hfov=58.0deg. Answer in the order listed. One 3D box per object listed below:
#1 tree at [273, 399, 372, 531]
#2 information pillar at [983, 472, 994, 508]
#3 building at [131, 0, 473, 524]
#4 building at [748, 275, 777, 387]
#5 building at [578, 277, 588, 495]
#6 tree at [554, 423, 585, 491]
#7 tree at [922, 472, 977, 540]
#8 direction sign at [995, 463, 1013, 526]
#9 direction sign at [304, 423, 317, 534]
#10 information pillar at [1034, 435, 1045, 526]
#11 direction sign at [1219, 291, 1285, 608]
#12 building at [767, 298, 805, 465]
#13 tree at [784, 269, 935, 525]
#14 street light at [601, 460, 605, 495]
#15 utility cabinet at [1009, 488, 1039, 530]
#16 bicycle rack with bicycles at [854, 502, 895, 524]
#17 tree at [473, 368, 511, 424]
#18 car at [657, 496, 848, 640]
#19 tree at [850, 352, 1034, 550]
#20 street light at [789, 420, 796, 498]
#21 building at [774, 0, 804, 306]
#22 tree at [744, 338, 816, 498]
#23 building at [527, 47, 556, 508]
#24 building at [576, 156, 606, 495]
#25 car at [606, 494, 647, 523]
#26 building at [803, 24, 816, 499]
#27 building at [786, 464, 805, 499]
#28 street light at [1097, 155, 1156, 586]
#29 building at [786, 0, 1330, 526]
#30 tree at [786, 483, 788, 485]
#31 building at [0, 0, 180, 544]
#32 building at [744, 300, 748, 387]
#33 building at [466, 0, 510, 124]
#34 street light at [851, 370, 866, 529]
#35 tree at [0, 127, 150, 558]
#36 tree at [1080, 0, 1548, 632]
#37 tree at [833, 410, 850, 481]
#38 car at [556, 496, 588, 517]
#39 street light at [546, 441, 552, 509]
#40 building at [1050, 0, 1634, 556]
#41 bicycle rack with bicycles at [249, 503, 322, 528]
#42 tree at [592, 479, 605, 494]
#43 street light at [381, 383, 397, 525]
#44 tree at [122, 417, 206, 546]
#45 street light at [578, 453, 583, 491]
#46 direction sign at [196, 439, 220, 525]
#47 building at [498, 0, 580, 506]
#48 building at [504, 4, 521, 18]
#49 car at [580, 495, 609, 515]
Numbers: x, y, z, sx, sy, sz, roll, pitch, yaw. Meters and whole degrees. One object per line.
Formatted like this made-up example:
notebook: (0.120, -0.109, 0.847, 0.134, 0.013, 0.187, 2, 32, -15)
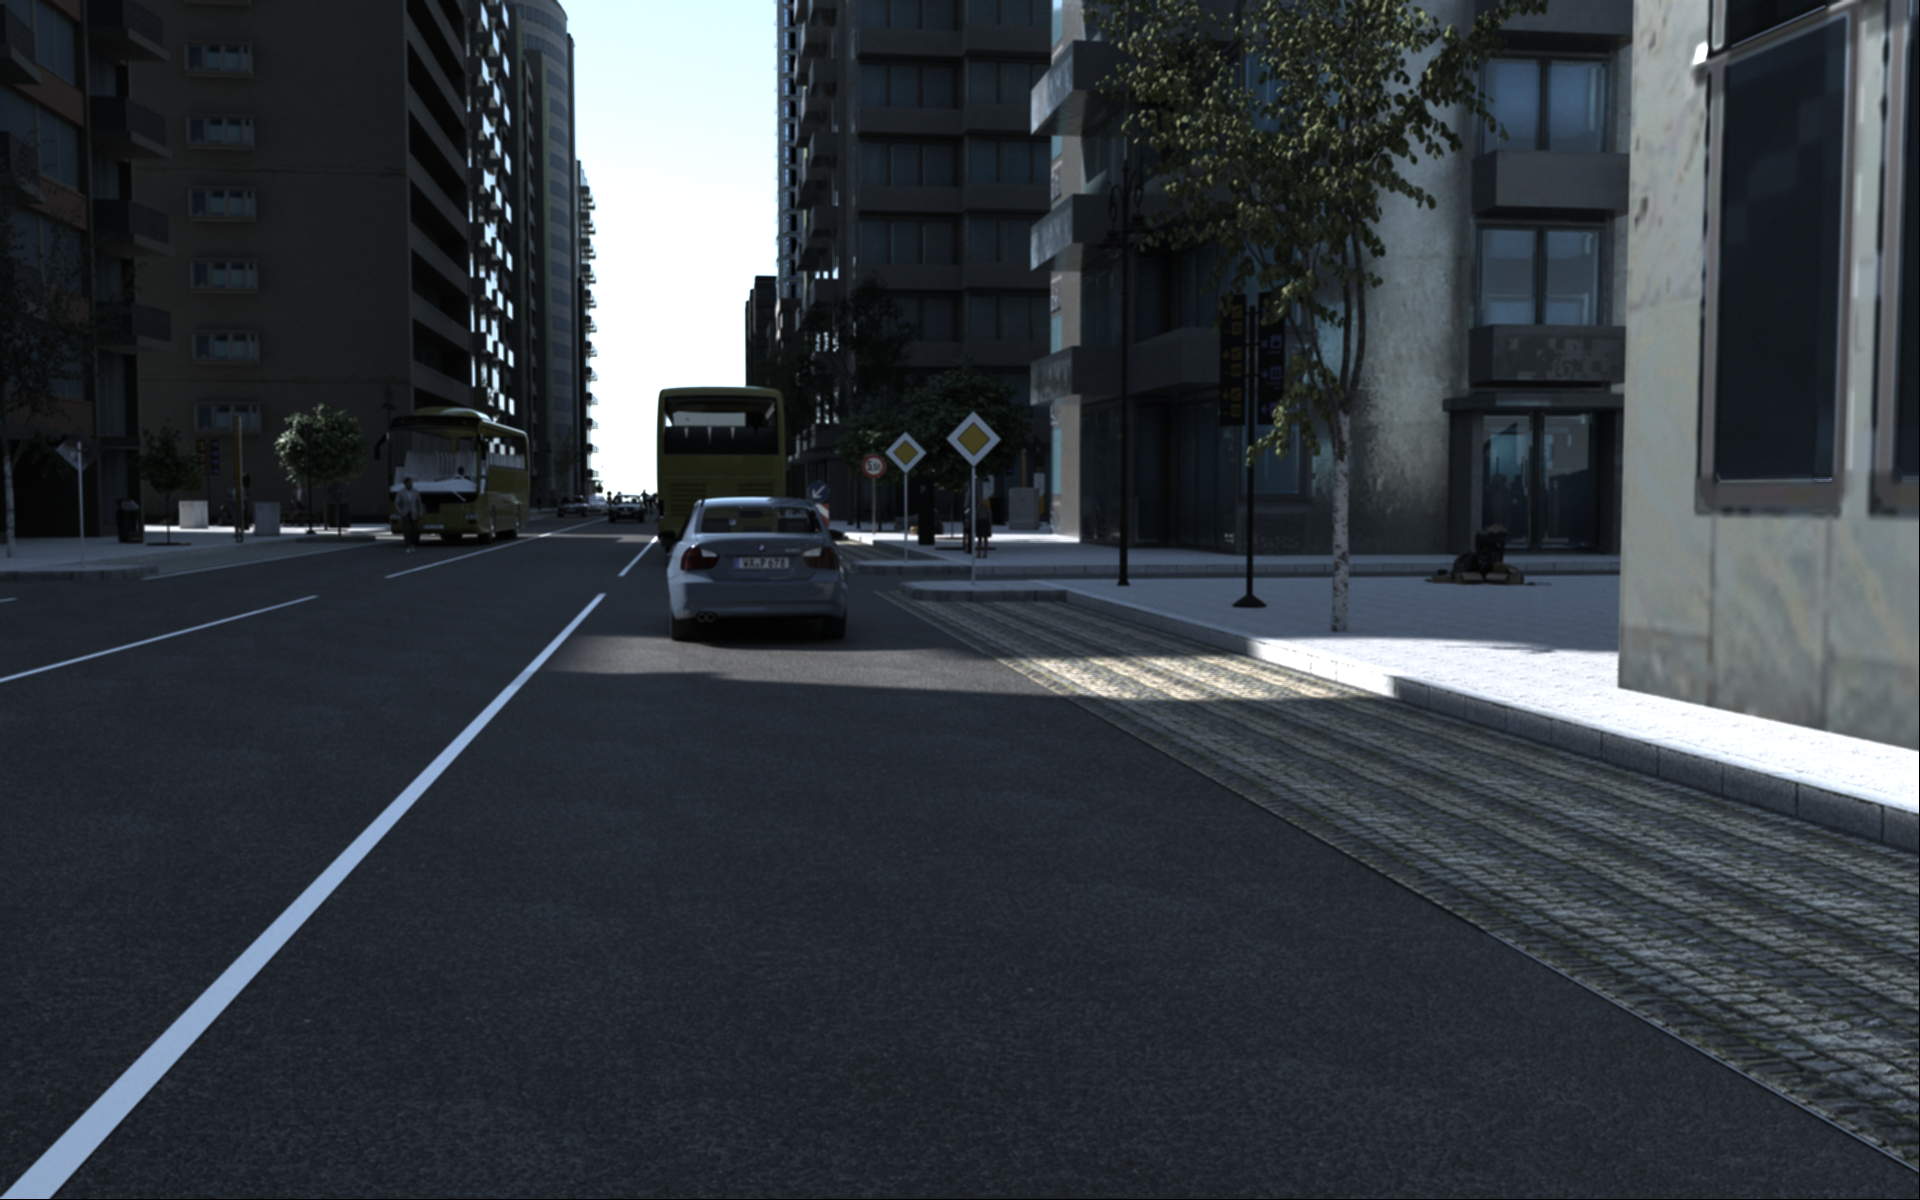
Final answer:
tree: (-22.179, -4.692, 60.435, 4.285, 4.588, 4.351, 0, 3, 0)
information pillar: (1.218, -5.150, 75.564, 0.504, 3.616, 0.183, 1, 4, 20)
building: (-35.819, -28.058, 82.443, 21.300, 48.544, 21.600, -1, 4, -9)
building: (-20.289, -28.008, 229.631, 14.160, 30.474, 14.107, -1, 4, -9)
building: (-55.326, -27.481, 221.018, 14.160, 30.474, 14.107, -1, 4, -9)
tree: (-41.077, -14.023, 179.640, 4.737, 8.622, 4.395, 0, 3, 0)
tree: (-0.111, -3.323, 48.929, 1.663, 3.219, 1.824, 0, 3, 0)
direction sign: (1.739, -4.807, 70.584, 0.876, 3.537, 0.379, 0, 4, -8)
direction sign: (-20.731, -3.866, 55.202, 0.379, 3.537, 0.876, -2, 4, -35)
information pillar: (3.136, -4.735, 68.773, 0.504, 3.616, 0.183, -3, 4, -37)
direction sign: (3.297, -1.690, 19.621, 0.379, 3.537, 0.876, -3, 5, -44)
building: (-4.345, -19.823, 169.151, 27.650, 21.520, 28.899, -1, 4, -9)
tree: (-4.181, -8.368, 71.226, 7.601, 10.594, 8.767, -1, 4, -14)
street light: (-47.380, -15.708, 229.616, 0.468, 5.910, 1.993, -1, 4, -9)
utility cabinet: (2.260, -3.221, 61.343, 1.173, 1.500, 0.318, 3, 5, 42)
bicycle rack with bicycles: (-3.021, -3.804, 75.573, 2.852, 0.926, 2.925, -2, 4, -34)
tree: (-28.225, -9.159, 100.118, 4.737, 8.622, 4.395, 0, 3, 0)
car: (-2.196, -0.389, 18.363, 2.014, 1.417, 4.499, -1, 4, -9)
tree: (0.037, -3.446, 40.050, 4.285, 4.588, 4.351, 0, 3, 0)
street light: (-10.188, -8.157, 106.160, 0.468, 5.910, 1.993, -1, 4, -9)
building: (-13.099, -54.652, 206.236, 22.319, 86.520, 31.000, -1, 4, -9)
tree: (-10.543, -11.492, 113.642, 9.928, 11.665, 9.643, 0, 3, 0)
building: (-44.201, -28.757, 153.773, 14.154, 41.232, 14.086, -1, 4, -9)
building: (-62.294, -38.060, 241.894, 23.786, 49.044, 30.456, -1, 4, -9)
car: (-16.909, -4.776, 87.870, 2.009, 1.686, 4.222, -1, 4, -9)
building: (-4.368, -27.018, 125.338, 14.154, 41.232, 14.086, -1, 4, -9)
building: (-4.181, -43.084, 142.667, 20.563, 71.187, 20.611, -1, 4, -9)
street light: (2.291, -3.139, 24.110, 0.468, 5.910, 1.993, -1, 4, -9)
building: (2.748, -28.906, 92.225, 23.786, 49.044, 30.456, -1, 4, -9)
tree: (-14.689, -8.761, 137.847, 1.663, 3.219, 1.824, 0, 3, 0)
building: (-34.473, -23.854, 44.646, 22.147, 44.769, 28.867, -1, 4, -9)
building: (-22.665, -28.889, 244.039, 14.160, 30.474, 14.107, -1, 4, -9)
building: (-42.524, -30.391, 116.508, 23.786, 49.044, 30.456, -1, 4, -9)
street light: (-3.747, -5.567, 63.811, 0.468, 5.910, 1.993, -1, 4, -9)
tree: (-18.882, -5.155, 34.655, 4.360, 8.622, 3.978, 0, 3, 0)
tree: (3.309, -4.012, 15.967, 4.737, 8.622, 4.395, 0, 3, 0)
tree: (-2.655, -4.576, 58.535, 4.285, 4.588, 4.351, 0, 3, 0)
car: (-24.067, -5.813, 107.630, 1.945, 1.354, 3.894, -1, 4, -9)
street light: (-34.972, -10.683, 147.456, 0.468, 5.910, 1.993, -1, 4, -9)
building: (16.940, -26.068, 45.828, 30.456, 49.044, 23.786, -1, 4, -9)
bicycle rack with bicycles: (-25.987, -3.266, 66.786, 2.925, 0.926, 2.852, -2, 4, -27)
tree: (-47.213, -14.190, 226.599, 1.663, 3.219, 1.824, 0, 3, 0)
street light: (-23.738, -6.073, 72.078, 0.468, 5.910, 1.993, -1, 4, -9)
tree: (-19.777, -2.983, 43.375, 1.663, 3.219, 1.824, 0, 3, 0)
street light: (-41.156, -13.148, 187.750, 0.468, 5.910, 1.993, -1, 4, -9)
direction sign: (-31.026, -4.863, 71.505, 0.876, 3.537, 0.379, 0, 4, -8)
building: (-55.554, -40.161, 198.623, 21.231, 58.520, 28.212, -1, 4, -9)
building: (-42.833, -27.889, 139.579, 14.154, 41.232, 14.086, -1, 4, -9)
car: (-25.379, -6.597, 120.222, 2.083, 1.381, 4.827, -1, 4, -10)
